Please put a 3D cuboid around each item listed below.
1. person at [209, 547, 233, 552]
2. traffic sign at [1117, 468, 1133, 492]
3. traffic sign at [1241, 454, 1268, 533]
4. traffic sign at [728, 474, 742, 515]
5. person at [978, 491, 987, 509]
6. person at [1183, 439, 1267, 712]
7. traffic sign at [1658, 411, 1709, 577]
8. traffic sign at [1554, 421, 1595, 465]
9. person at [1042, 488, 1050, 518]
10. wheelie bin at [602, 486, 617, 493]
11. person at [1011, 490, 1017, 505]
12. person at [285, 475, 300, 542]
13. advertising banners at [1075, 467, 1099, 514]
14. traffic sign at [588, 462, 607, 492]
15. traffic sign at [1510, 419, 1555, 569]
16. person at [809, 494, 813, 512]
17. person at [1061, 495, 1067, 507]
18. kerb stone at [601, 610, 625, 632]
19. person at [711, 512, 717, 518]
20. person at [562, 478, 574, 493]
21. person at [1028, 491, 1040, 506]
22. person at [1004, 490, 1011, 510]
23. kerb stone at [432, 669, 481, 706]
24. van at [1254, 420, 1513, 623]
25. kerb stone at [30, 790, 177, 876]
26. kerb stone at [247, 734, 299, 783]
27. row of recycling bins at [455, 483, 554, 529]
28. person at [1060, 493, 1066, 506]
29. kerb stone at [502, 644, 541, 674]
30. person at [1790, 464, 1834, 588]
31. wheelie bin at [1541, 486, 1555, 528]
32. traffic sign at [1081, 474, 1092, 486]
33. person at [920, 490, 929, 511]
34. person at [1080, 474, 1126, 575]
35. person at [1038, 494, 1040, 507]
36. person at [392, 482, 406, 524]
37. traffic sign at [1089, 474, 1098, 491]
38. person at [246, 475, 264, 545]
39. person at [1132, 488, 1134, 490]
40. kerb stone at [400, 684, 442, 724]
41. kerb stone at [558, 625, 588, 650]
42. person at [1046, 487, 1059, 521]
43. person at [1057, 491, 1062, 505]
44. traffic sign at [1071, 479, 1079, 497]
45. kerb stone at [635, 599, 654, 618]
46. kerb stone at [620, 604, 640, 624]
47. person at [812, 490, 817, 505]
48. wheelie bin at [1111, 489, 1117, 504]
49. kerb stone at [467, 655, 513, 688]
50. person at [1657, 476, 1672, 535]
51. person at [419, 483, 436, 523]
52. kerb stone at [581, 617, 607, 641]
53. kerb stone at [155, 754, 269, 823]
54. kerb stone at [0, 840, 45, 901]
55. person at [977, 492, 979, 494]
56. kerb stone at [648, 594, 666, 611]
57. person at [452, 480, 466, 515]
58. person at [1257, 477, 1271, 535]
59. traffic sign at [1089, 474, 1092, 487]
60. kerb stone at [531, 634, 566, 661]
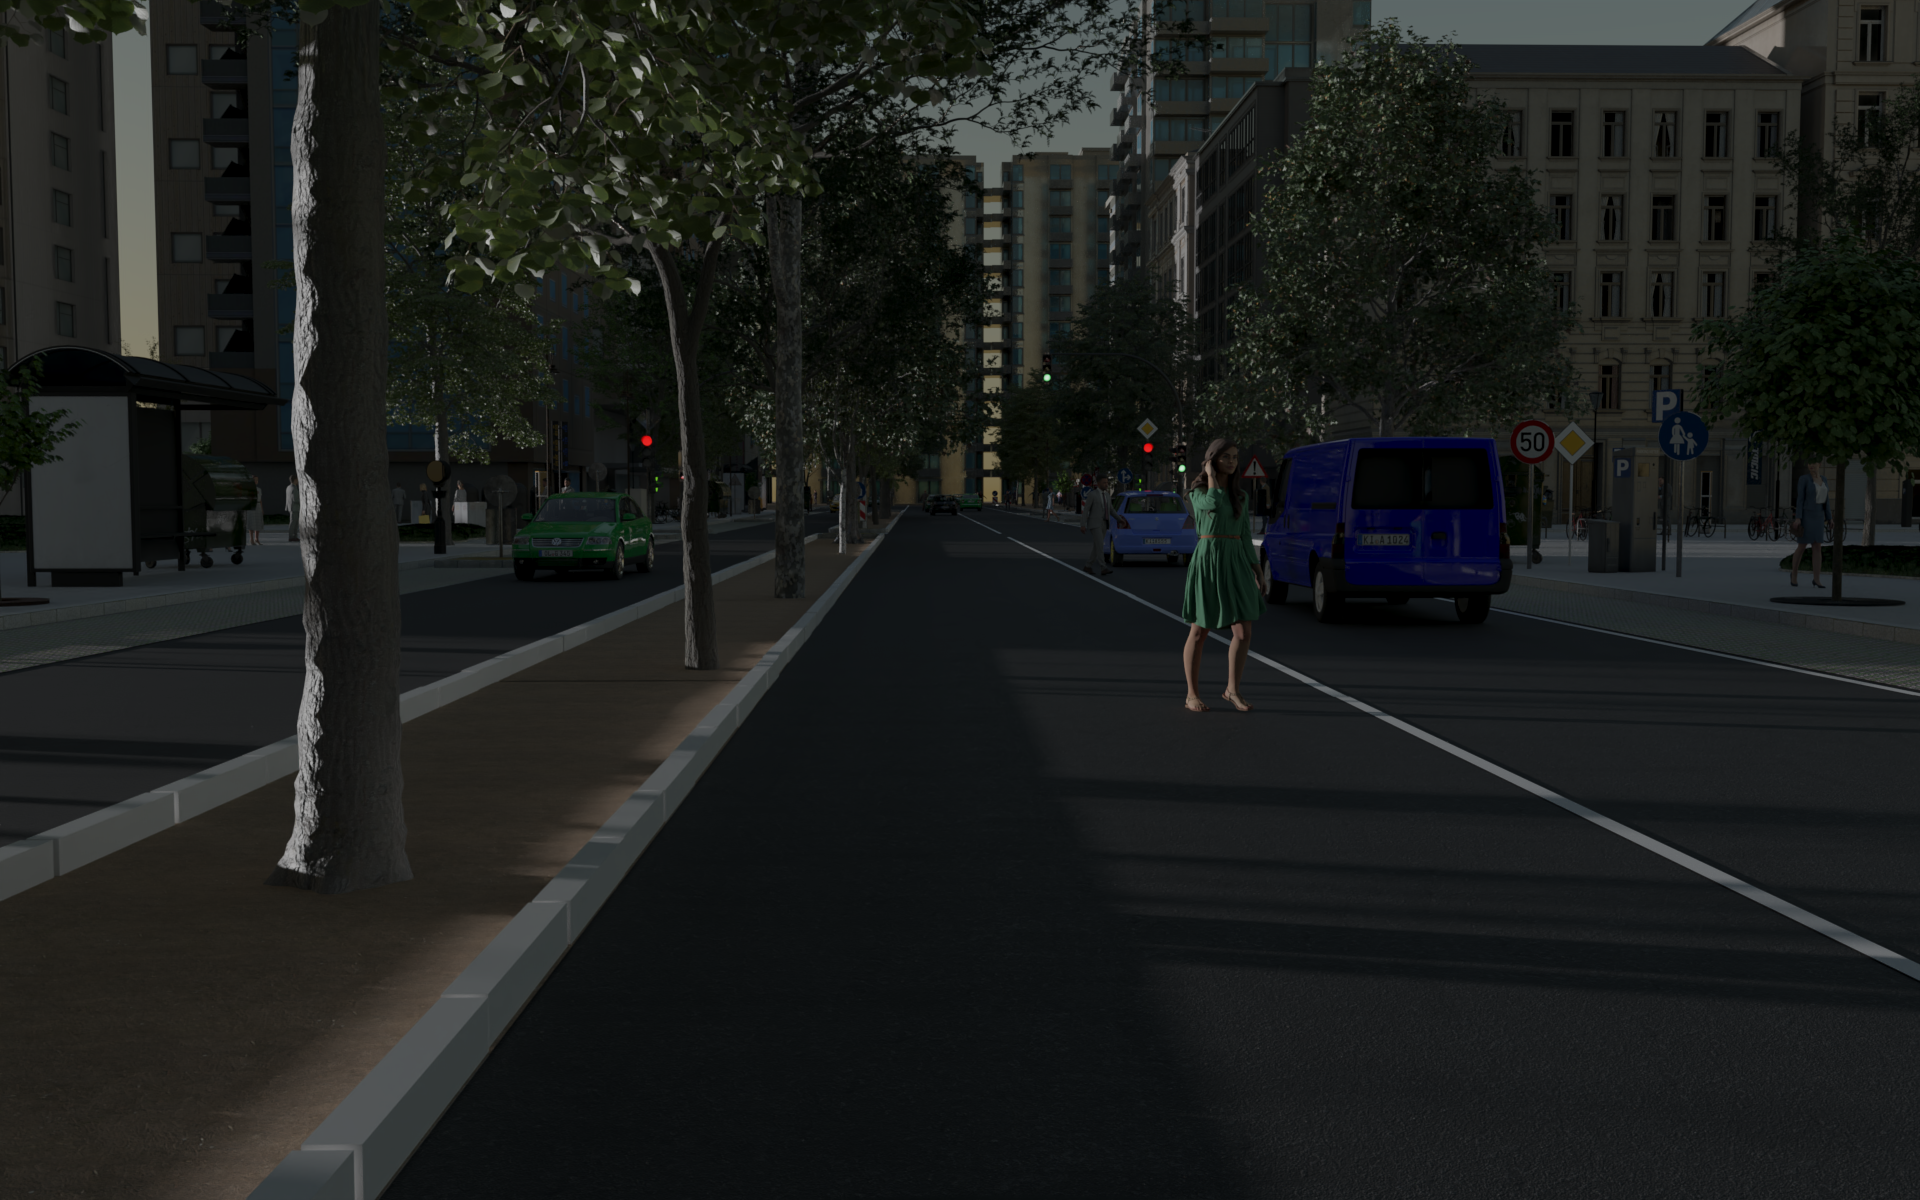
[{"bbox_3d":[-16.429,-1.951,38.215,0.573,1.790,0.520,1,4,20],"label":"person"},{"bbox_3d":[8.126,-5.222,85.480,0.768,2.556,0.104,0,4,-1],"label":"traffic sign"},{"bbox_3d":[9.650,-3.472,56.772,0.884,2.594,0.081,0,4,8],"label":"traffic sign"},{"bbox_3d":[-14.086,-6.630,108.406,0.884,2.594,0.081,0,4,8],"label":"traffic sign"},{"bbox_3d":[2.010,-9.605,166.059,1.217,1.766,0.721,-1,4,-19],"label":"person"},{"bbox_3d":[1.713,-0.163,11.413,0.600,1.795,0.529,-3,4,-37],"label":"person"},{"bbox_3d":[11.108,-1.626,26.687,0.768,2.556,0.104,0,4,4],"label":"traffic sign"},{"bbox_3d":[11.013,-1.921,31.136,0.795,2.593,0.064,0,4,1],"label":"traffic sign"},{"bbox_3d":[5.120,-5.759,102.838,0.511,1.800,0.466,0,4,2],"label":"person"},{"bbox_3d":[-13.045,-3.440,64.146,0.693,1.594,0.980,-1,4,-21],"label":"wheelie bin"},{"bbox_3d":[6.627,-12.590,212.336,0.683,1.767,0.568,-2,4,-30],"label":"person"},{"bbox_3d":[-17.922,-2.483,46.838,0.583,1.804,0.606,-3,5,-43],"label":"person"},{"bbox_3d":[8.143,-6.990,110.474,2.074,3.025,0.090,-3,4,-37],"label":"advertising banners"},{"bbox_3d":[-14.398,-4.204,68.836,0.768,2.556,0.104,0,4,6],"label":"traffic sign"},{"bbox_3d":[9.750,-1.803,29.590,0.768,2.556,0.104,0,4,3],"label":"traffic sign"},{"bbox_3d":[-12.112,-7.873,140.480,0.557,1.426,1.065,1,4,14],"label":"person"},{"bbox_3d":[10.588,-10.164,175.483,0.557,1.426,1.065,-3,5,-41],"label":"person"},{"bbox_3d":[-3.698,0.244,18.207,0.120,0.150,1.000,0,4,-1],"label":"kerb stone"},{"bbox_3d":[-13.477,-5.259,94.622,0.523,1.515,0.503,2,4,27],"label":"person"},{"bbox_3d":[-12.515,-2.986,55.041,0.511,1.800,0.466,1,4,10],"label":"person"},{"bbox_3d":[8.032,-11.122,187.869,1.348,1.826,0.705,0,4,-2],"label":"person"},{"bbox_3d":[4.301,-9.089,157.635,0.617,1.759,0.750,1,4,16],"label":"person"},{"bbox_3d":[-3.545,0.627,12.070,0.120,0.150,1.000,0,4,-1],"label":"kerb stone"},{"bbox_3d":[4.932,-1.011,20.922,2.240,2.365,5.245,0,4,0],"label":"van"},{"bbox_3d":[-3.425,0.933,6.945,0.120,0.150,1.000,0,4,-1],"label":"kerb stone"},{"bbox_3d":[-3.474,0.807,8.999,0.120,0.150,1.000,0,4,-1],"label":"kerb stone"},{"bbox_3d":[-16.722,-3.462,63.713,3.534,1.692,1.069,-2,4,-25],"label":"row of recycling bins"},{"bbox_3d":[10.783,-10.360,178.651,0.991,1.433,0.599,-1,4,-20],"label":"person"},{"bbox_3d":[-3.606,0.494,14.115,0.120,0.150,1.000,0,4,-1],"label":"kerb stone"},{"bbox_3d":[11.702,-1.086,23.817,0.581,1.822,0.654,0,4,3],"label":"person"},{"bbox_3d":[21.921,-3.496,65.074,0.693,1.594,0.980,0,4,-5],"label":"wheelie bin"},{"bbox_3d":[7.955,-6.656,108.938,0.768,2.556,0.104,0,4,0],"label":"traffic sign"},{"bbox_3d":[-2.903,-8.293,144.651,0.990,1.755,0.434,1,4,14],"label":"person"},{"bbox_3d":[2.470,-1.340,30.688,0.678,1.792,0.850,-3,5,-42],"label":"person"},{"bbox_3d":[7.204,-9.509,162.442,0.541,1.710,0.530,1,4,23],"label":"person"},{"bbox_3d":[-24.294,-4.201,74.931,0.606,1.804,0.583,-1,4,-21],"label":"person"},{"bbox_3d":[8.436,-6.678,109.196,0.884,2.594,0.081,0,4,2],"label":"traffic sign"},{"bbox_3d":[-17.645,-2.254,43.466,0.524,1.755,0.480,2,4,23],"label":"person"},{"bbox_3d":[12.962,-7.521,129.565,0.362,1.759,0.519,0,4,-7],"label":"person"},{"bbox_3d":[-3.522,0.684,11.048,0.120,0.150,1.000,0,4,-1],"label":"kerb stone"},{"bbox_3d":[-3.649,0.372,16.161,0.120,0.150,1.000,0,4,-1],"label":"kerb stone"},{"bbox_3d":[4.776,-4.981,90.028,0.778,1.811,0.616,0,4,-3],"label":"person"},{"bbox_3d":[11.565,-11.807,200.021,0.436,1.711,0.756,-3,4,-36],"label":"person"},{"bbox_3d":[8.443,-7.909,129.313,0.884,2.594,0.081,0,4,4],"label":"traffic sign"},{"bbox_3d":[-3.745,0.118,20.264,0.120,0.150,1.000,0,4,-1],"label":"kerb stone"},{"bbox_3d":[-3.728,0.184,19.237,0.120,0.150,1.000,0,4,-1],"label":"kerb stone"},{"bbox_3d":[-17.592,-12.429,209.712,0.568,1.767,0.683,1,4,8],"label":"person"},{"bbox_3d":[9.614,-5.981,105.697,0.693,1.594,0.980,-2,4,-28],"label":"wheelie bin"},{"bbox_3d":[-3.577,0.557,13.093,0.120,0.150,1.000,0,4,-1],"label":"kerb stone"},{"bbox_3d":[21.938,-2.945,54.008,0.447,1.846,0.655,0,4,-5],"label":"person"},{"bbox_3d":[-17.861,-3.050,58.578,0.699,1.804,1.509,1,4,21],"label":"person"},{"bbox_3d":[-3.675,0.309,17.186,0.120,0.150,1.000,0,4,-1],"label":"kerb stone"},{"bbox_3d":[-3.446,0.870,7.977,0.120,0.150,1.000,0,4,-1],"label":"kerb stone"},{"bbox_3d":[-3.410,0.995,5.922,0.120,0.150,1.000,0,4,-1],"label":"kerb stone"},{"bbox_3d":[2.117,-11.751,202.096,0.593,1.643,0.415,3,4,38],"label":"person"},{"bbox_3d":[-3.773,0.056,21.286,0.120,0.150,1.000,0,4,-1],"label":"kerb stone"},{"bbox_3d":[-16.172,-3.025,56.253,0.760,1.731,0.466,-1,4,-11],"label":"person"},{"bbox_3d":[9.718,-3.001,55.023,0.836,1.842,0.656,-2,4,-29],"label":"person"},{"bbox_3d":[8.382,-6.864,112.335,0.768,2.556,0.104,0,4,3],"label":"traffic sign"},{"bbox_3d":[-3.633,0.434,15.138,0.120,0.150,1.000,0,4,-1],"label":"kerb stone"}]
